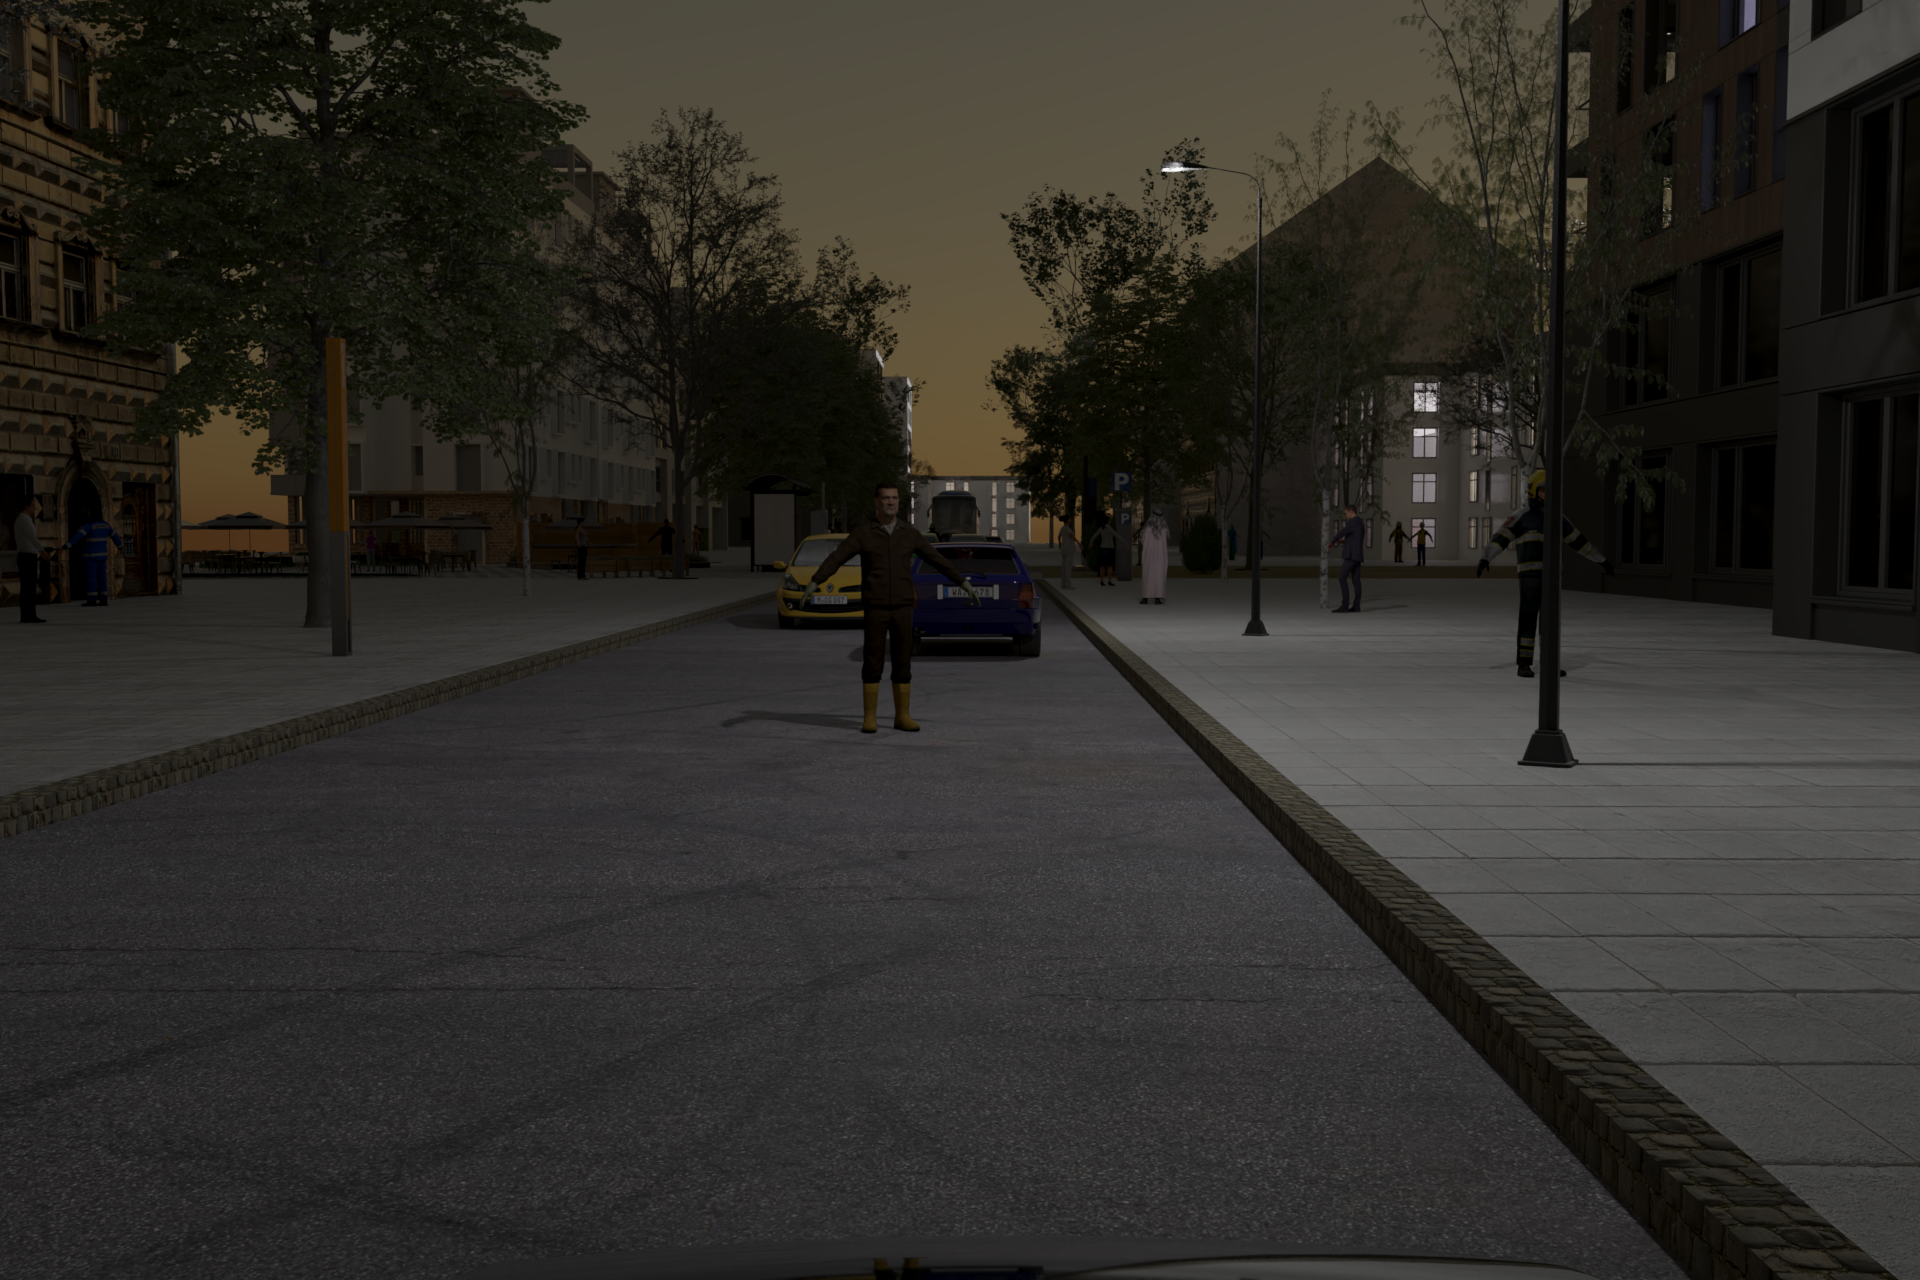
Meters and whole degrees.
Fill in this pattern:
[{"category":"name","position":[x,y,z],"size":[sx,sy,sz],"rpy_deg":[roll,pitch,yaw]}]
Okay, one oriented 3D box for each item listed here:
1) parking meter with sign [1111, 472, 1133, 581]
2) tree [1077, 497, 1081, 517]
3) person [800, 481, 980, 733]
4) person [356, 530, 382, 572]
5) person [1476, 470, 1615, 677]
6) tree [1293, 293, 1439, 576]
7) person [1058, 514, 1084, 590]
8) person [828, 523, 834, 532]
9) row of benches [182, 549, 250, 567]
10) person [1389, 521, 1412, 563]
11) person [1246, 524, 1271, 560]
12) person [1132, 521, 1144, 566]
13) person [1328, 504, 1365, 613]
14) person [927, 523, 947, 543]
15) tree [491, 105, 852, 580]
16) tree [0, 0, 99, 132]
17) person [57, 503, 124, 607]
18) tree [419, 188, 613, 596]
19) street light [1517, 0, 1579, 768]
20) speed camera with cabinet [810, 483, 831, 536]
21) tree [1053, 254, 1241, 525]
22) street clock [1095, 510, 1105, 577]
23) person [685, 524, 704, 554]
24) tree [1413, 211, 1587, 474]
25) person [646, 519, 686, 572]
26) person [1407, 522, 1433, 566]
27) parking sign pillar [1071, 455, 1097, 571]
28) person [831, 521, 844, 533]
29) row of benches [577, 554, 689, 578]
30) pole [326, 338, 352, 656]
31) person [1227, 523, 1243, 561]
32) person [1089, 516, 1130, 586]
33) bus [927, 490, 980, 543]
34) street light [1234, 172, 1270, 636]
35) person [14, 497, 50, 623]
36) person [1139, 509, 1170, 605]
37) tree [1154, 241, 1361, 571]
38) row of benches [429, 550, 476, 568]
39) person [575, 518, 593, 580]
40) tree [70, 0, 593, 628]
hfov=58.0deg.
[{"category":"parking meter with sign","position":[4.517,-3.160,47.927],"size":[0.543,3.016,1.738],"rpy_deg":[0,4,1]},{"category":"tree","position":[19.091,-18.036,245.247],"size":[4.360,8.622,3.978],"rpy_deg":[0,3,0]},{"category":"person","position":[-0.519,-0.243,12.569],"size":[1.346,1.812,0.704],"rpy_deg":[-1,4,-17]},{"category":"person","position":[-20.141,-3.047,59.088],"size":[0.599,1.433,0.991],"rpy_deg":[3,5,39]},{"category":"person","position":[5.222,-0.599,15.560],"size":[1.351,1.858,0.704],"rpy_deg":[-1,4,-13]},{"category":"tree","position":[11.852,-6.308,53.497],"size":[4.360,8.622,3.978],"rpy_deg":[0,3,0]},{"category":"person","position":[2.555,-2.045,40.200],"size":[0.721,1.739,1.217],"rpy_deg":[-1,4,-21]},{"category":"person","position":[-6.470,-4.928,86.515],"size":[1.347,1.837,0.705],"rpy_deg":[-1,4,-11]},{"category":"row of benches","position":[-29.763,-3.275,69.004],"size":[1.422,0.672,4.104],"rpy_deg":[1,4,11]},{"category":"person","position":[19.806,-4.425,78.118],"size":[0.705,1.858,1.354],"rpy_deg":[-2,4,-33]},{"category":"person","position":[14.982,-4.927,86.678],"size":[1.348,1.813,0.705],"rpy_deg":[-1,4,-14]},{"category":"person","position":[7.387,-3.928,70.501],"size":[1.348,1.796,0.705],"rpy_deg":[-2,4,-29]},{"category":"person","position":[6.307,-1.338,28.372],"size":[0.568,1.767,0.683],"rpy_deg":[2,4,32]},{"category":"person","position":[-1.058,-3.589,66.915],"size":[1.354,1.856,0.705],"rpy_deg":[1,4,19]},{"category":"tree","position":[-7.893,-8.482,49.044],"size":[12.009,13.543,11.850],"rpy_deg":[0,3,0]},{"category":"tree","position":[-8.984,-6.105,10.186],"size":[12.009,13.543,11.850],"rpy_deg":[0,3,0]},{"category":"person","position":[-15.380,-1.516,30.768],"size":[0.704,1.831,1.345],"rpy_deg":[1,4,23]},{"category":"tree","position":[-8.789,-5.228,35.844],"size":[4.360,8.622,3.978],"rpy_deg":[0,3,0]},{"category":"street light","position":[3.820,-2.258,9.461],"size":[1.470,5.913,1.316],"rpy_deg":[0,4,1]},{"category":"speed camera with cabinet","position":[-5.413,-4.457,67.213],"size":[0.660,3.252,2.038],"rpy_deg":[0,4,2]},{"category":"tree","position":[7.640,-9.302,70.221],"size":[7.486,12.596,7.792],"rpy_deg":[0,3,0]},{"category":"street clock","position":[4.212,-2.889,51.807],"size":[0.358,2.002,0.471],"rpy_deg":[0,3,0]},{"category":"person","position":[-12.441,-4.547,81.149],"size":[0.721,1.733,1.217],"rpy_deg":[3,4,38]},{"category":"tree","position":[22.250,-9.440,64.721],"size":[12.009,13.543,11.850],"rpy_deg":[0,3,0]},{"category":"person","position":[-9.918,-3.201,58.557],"size":[1.346,1.802,0.704],"rpy_deg":[-1,4,-16]},{"category":"person","position":[18.452,-3.850,69.405],"size":[0.721,1.772,1.216],"rpy_deg":[-3,5,-41]},{"category":"parking sign pillar","position":[4.445,-4.372,59.947],"size":[1.447,3.967,1.447],"rpy_deg":[0,4,0]},{"category":"person","position":[-5.189,-4.145,73.916],"size":[1.345,1.843,0.704],"rpy_deg":[2,4,31]},{"category":"row of benches","position":[-9.677,-2.225,51.835],"size":[1.422,0.672,4.104],"rpy_deg":[3,4,36]},{"category":"pole","position":[-6.498,-1.485,18.122],"size":[0.158,3.312,0.155],"rpy_deg":[0,3,0]},{"category":"person","position":[13.105,-4.706,83.062],"size":[0.704,1.817,1.347],"rpy_deg":[-2,4,-26]},{"category":"person","position":[3.679,-2.204,42.874],"size":[1.217,1.735,0.721],"rpy_deg":[3,5,40]},{"category":"bus","position":[-0.199,-6.642,100.138],"size":[2.896,3.916,12.251],"rpy_deg":[0,4,1]},{"category":"street light","position":[4.278,-3.007,21.704],"size":[1.470,5.913,1.316],"rpy_deg":[0,4,0]},{"category":"person","position":[-13.477,-1.158,25.097],"size":[0.704,1.810,1.344],"rpy_deg":[-3,5,-40]},{"category":"person","position":[3.563,-1.521,31.578],"size":[0.551,1.740,0.621],"rpy_deg":[-1,4,-16]},{"category":"tree","position":[10.444,-8.266,60.900],"size":[9.928,11.665,9.643],"rpy_deg":[0,3,0]},{"category":"row of benches","position":[-19.539,-3.131,66.649],"size":[1.422,0.672,4.104],"rpy_deg":[0,4,1]},{"category":"person","position":[-10.531,-2.554,48.573],"size":[0.721,1.737,1.217],"rpy_deg":[0,4,5]},{"category":"tree","position":[-8.644,-6.470,23.915],"size":[7.486,12.596,7.792],"rpy_deg":[0,3,0]}]
